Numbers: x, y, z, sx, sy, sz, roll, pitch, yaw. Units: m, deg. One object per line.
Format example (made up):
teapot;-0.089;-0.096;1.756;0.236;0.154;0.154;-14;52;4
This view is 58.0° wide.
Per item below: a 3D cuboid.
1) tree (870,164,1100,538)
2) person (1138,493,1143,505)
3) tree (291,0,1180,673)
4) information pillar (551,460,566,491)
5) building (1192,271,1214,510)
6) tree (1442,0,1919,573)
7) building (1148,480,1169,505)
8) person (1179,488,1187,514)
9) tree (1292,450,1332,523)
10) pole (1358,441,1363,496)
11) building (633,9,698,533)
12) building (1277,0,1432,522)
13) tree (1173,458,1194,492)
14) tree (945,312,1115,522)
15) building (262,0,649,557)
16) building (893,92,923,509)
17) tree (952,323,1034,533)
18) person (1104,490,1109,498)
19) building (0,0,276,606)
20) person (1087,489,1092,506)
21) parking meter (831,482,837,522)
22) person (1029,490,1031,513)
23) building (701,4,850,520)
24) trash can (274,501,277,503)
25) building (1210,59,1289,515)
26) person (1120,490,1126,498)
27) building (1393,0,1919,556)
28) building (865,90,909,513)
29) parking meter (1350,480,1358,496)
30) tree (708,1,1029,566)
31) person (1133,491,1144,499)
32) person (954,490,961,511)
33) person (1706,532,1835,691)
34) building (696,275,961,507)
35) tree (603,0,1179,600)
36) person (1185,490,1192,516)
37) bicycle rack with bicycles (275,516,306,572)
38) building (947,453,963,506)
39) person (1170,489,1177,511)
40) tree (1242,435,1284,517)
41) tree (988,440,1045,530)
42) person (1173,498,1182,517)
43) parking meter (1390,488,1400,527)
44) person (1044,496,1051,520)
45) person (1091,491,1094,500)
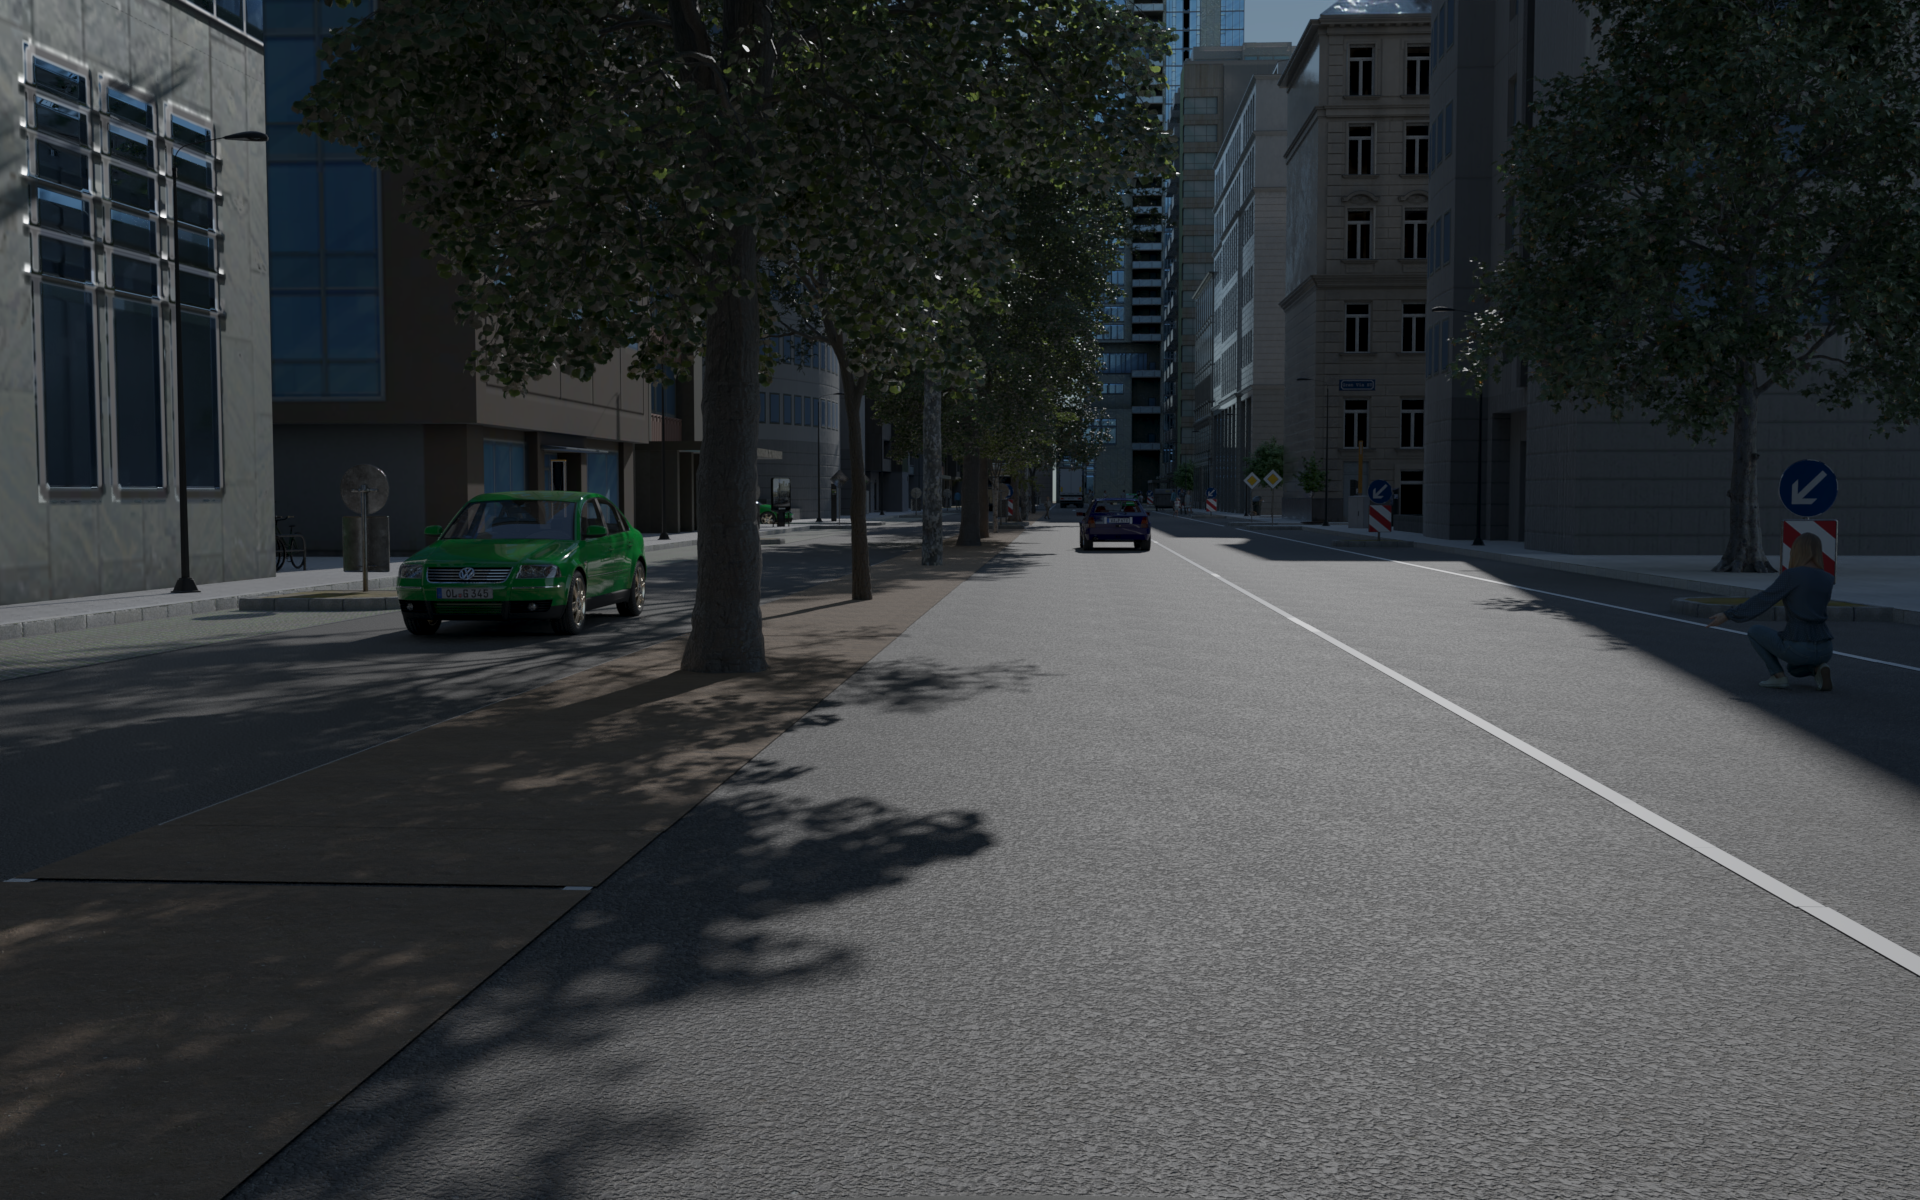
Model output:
tree;0.666;-8.306;56.388;7.486;12.596;7.792;0;3;0
person;15.642;-8.522;150.433;0.503;1.515;0.523;-1;4;-15
tree;-1.914;-6.400;13.759;9.857;13.997;8.962;0;3;0
information pillar;-8.641;-2.008;37.325;0.304;2.012;0.304;-1;4;-9
building;24.718;-18.003;143.500;9.793;20.994;18.267;0;4;4
tree;12.827;-6.803;28.242;9.611;12.733;9.660;0;3;0
building;39.953;-32.039;215.726;32.217;40.220;23.993;0;4;4
person;15.777;-6.971;122.275;0.655;1.846;0.447;-1;4;-9
tree;15.638;-5.019;76.665;1.663;3.219;1.824;0;3;0
pole;15.348;-4.439;66.413;0.158;3.312;0.155;0;3;0
building;-22.311;-24.763;59.504;28.867;44.769;22.147;0;4;4
building;28.508;-17.476;82.989;25.104;27.353;12.463;0;4;4
tree;20.831;-10.598;156.991;4.285;4.588;4.351;0;3;0
tree;2.589;-9.947;82.102;9.611;12.733;9.660;0;3;0
building;-16.088;-23.899;40.857;14.600;45.320;14.200;0;4;4
building;-10.120;-28.134;143.581;14.154;41.232;14.086;0;4;4
tree;1.307;-6.742;63.052;4.360;8.622;3.978;0;3;0
person;12.487;-8.493;147.927;0.524;1.755;0.480;0;4;4
building;-20.692;-42.606;9.285;22.319;86.520;31.000;0;4;4
person;9.739;-7.447;130.433;0.466;1.800;0.511;-1;4;-19
parking meter;-5.884;-4.591;80.776;0.255;1.863;0.399;0;4;-7
person;5.249;-7.536;132.265;0.362;1.759;0.519;3;5;44
building;-17.225;-33.654;92.237;21.231;58.520;28.212;0;4;4
trash can;-13.924;-1.386;34.311;0.748;1.137;0.748;0;3;0
building;24.108;-20.902;119.233;11.434;29.767;29.804;0;4;4
person;13.216;-8.029;140.049;0.678;1.792;0.850;3;5;42
building;24.247;-30.941;47.885;21.231;58.520;28.212;0;4;4
building;-11.280;-21.418;121.883;14.160;30.474;14.107;0;4;4
parking meter;15.967;-3.934;70.026;0.399;1.863;0.255;-3;5;-42
tree;-1.715;-10.800;34.931;12.611;20.169;13.585;0;3;0
person;16.628;-9.289;161.191;1.217;1.723;0.721;-1;4;-14
person;-0.190;-8.292;144.413;0.601;1.785;0.444;-1;4;-14
person;6.069;0.072;12.824;1.012;1.151;0.738;0;4;-4
building;-11.437;-31.456;168.929;22.147;44.769;28.867;0;4;4
tree;-1.276;-5.292;23.395;8.767;10.594;7.601;0;4;4
person;14.846;-6.295;112.432;0.512;1.701;0.522;0;4;6
bicycle rack with bicycles;-11.967;-0.935;28.674;2.852;0.926;2.925;2;4;24
building;-6.337;-25.637;190.859;14.160;30.474;14.107;0;4;4
person;17.077;-7.919;137.996;0.620;1.820;0.660;3;5;42
tree;17.361;-6.859;95.866;4.285;4.588;4.351;0;3;0
tree;1.386;-7.026;67.696;4.737;8.622;4.395;0;3;0
person;13.309;-5.663;106.097;0.505;1.210;0.382;0;4;-5
parking meter;17.079;-3.650;68.092;0.372;1.533;0.369;0;3;0
person;4.956;-5.190;97.626;0.475;1.303;0.640;-3;5;-41
person;15.750;-12.105;206.396;0.705;1.826;1.348;0;4;-5
